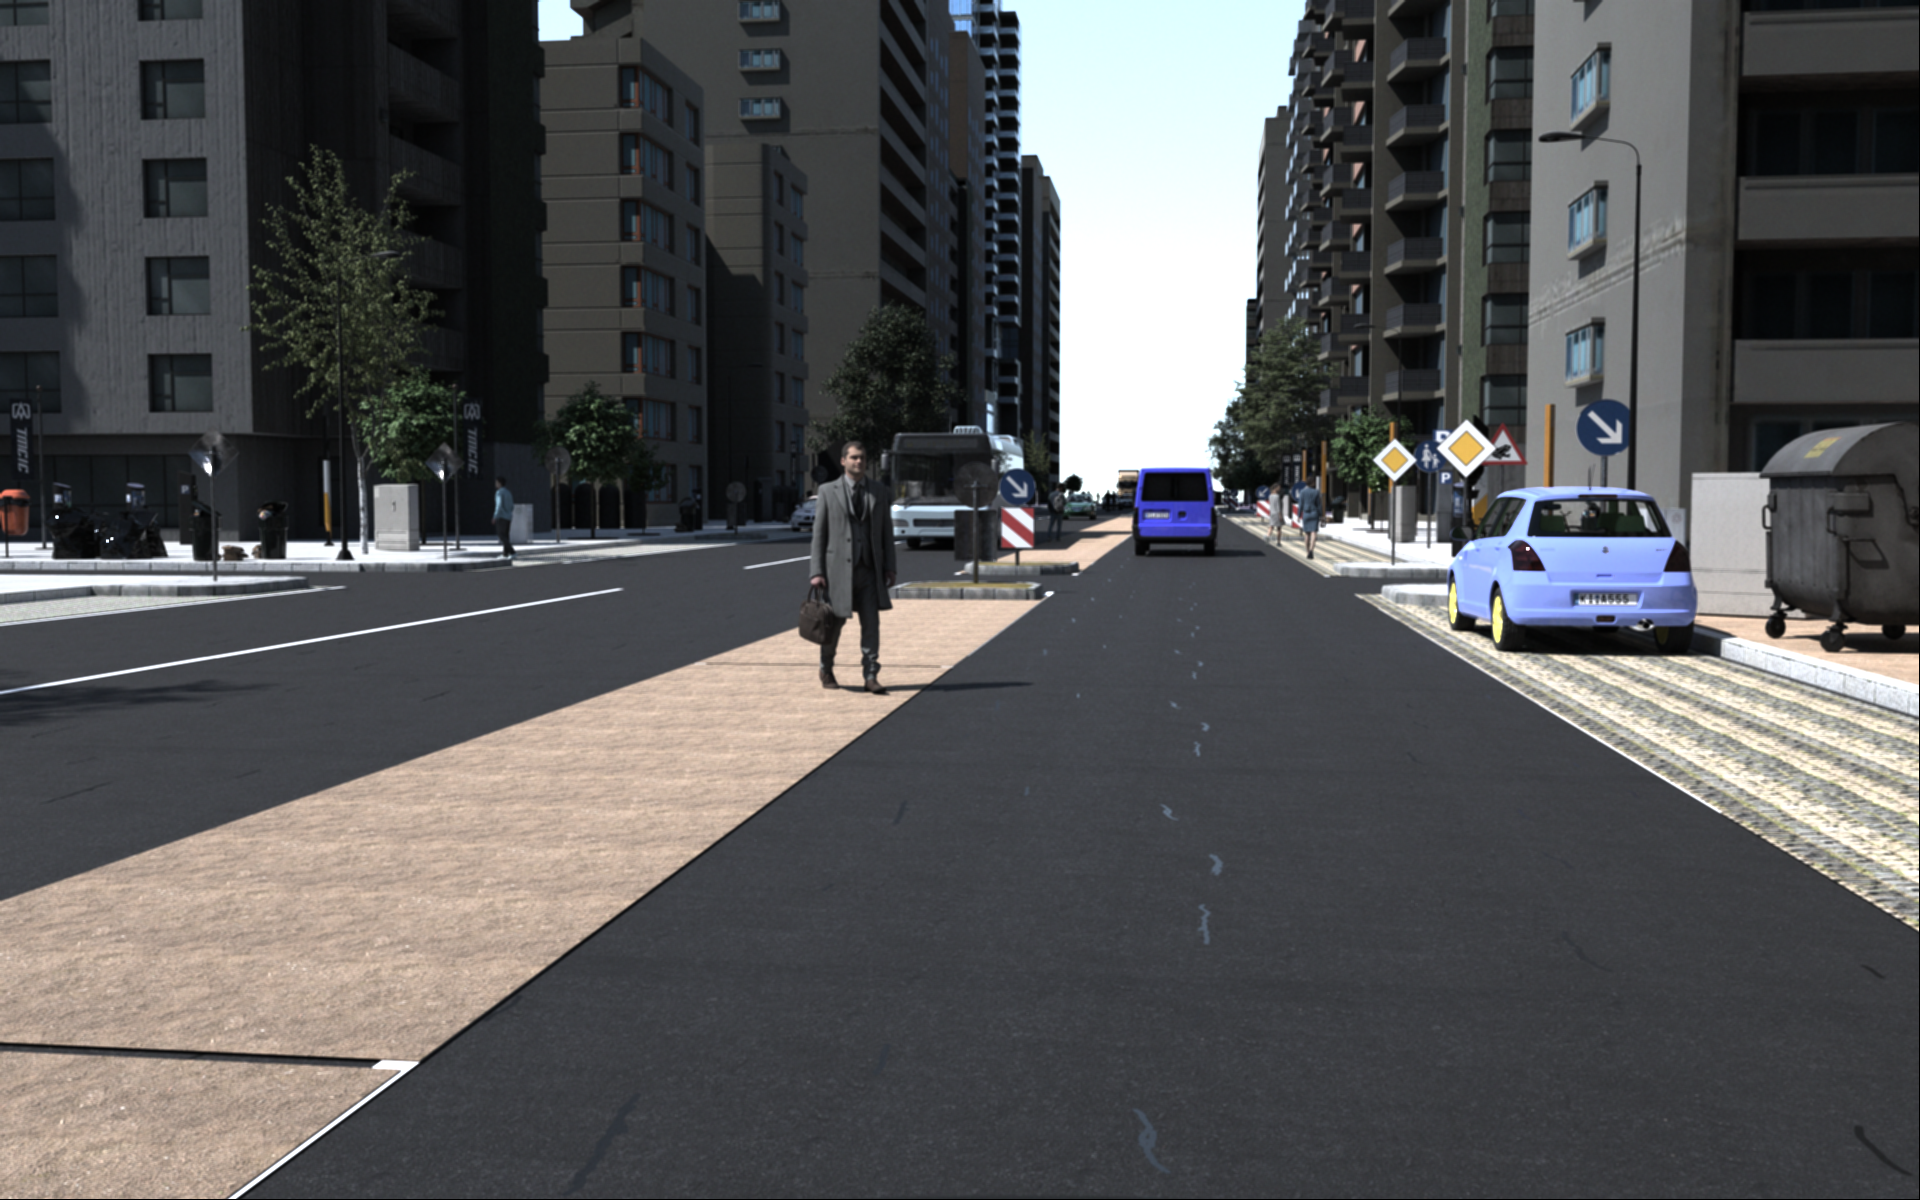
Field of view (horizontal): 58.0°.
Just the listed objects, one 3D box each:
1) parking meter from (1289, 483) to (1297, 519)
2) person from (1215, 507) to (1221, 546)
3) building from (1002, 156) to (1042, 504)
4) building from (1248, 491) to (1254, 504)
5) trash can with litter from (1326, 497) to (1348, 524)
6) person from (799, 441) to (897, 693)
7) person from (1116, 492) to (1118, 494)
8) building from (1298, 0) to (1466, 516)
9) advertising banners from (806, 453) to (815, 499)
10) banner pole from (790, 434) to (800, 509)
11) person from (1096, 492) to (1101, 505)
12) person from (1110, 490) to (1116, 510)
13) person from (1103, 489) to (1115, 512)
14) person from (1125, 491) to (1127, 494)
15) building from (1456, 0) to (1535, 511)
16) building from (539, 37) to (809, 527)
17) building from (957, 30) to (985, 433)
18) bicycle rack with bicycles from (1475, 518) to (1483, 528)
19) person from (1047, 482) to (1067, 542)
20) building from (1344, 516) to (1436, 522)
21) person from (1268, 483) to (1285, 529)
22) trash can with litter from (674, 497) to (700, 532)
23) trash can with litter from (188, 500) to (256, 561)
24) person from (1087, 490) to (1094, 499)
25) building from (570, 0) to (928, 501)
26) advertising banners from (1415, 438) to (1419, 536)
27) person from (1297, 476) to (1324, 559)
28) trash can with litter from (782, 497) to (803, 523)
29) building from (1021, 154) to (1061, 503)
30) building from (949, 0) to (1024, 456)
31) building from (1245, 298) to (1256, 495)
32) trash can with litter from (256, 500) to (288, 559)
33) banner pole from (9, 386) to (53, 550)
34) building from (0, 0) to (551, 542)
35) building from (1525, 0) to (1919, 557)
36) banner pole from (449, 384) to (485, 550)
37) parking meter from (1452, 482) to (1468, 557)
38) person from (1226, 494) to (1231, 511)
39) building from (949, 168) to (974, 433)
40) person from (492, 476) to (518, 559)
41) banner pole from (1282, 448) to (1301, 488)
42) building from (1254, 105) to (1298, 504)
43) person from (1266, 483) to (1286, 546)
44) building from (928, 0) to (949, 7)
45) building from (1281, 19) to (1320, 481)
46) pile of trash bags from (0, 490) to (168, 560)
[{"bbox_3d":[19.381,-5.809,100.694,0.399,1.863,0.255,3,5,40],"label":"parking meter"},{"bbox_3d":[6.951,-2.128,47.569,0.425,1.301,0.394,0,4,7],"label":"person"},{"bbox_3d":[3.537,-35.614,232.392,14.600,45.320,14.200,0,4,7],"label":"building"},{"bbox_3d":[55.582,-33.143,233.761,32.217,40.220,23.993,0,4,7],"label":"building"},{"bbox_3d":[16.354,-3.915,75.404,1.055,1.170,0.624,-3,4,-38],"label":"trash can with litter"},{"bbox_3d":[-0.784,-0.239,12.510,0.694,1.812,0.767,-1,4,-21],"label":"person"},{"bbox_3d":[20.971,-13.519,230.050,0.721,1.766,1.217,0,4,0],"label":"person"},{"bbox_3d":[37.360,-29.134,130.971,22.147,44.769,28.867,0,4,7],"label":"building"},{"bbox_3d":[-6.439,-4.800,74.669,0.090,3.025,2.074,-1,4,-14],"label":"advertising banners"},{"bbox_3d":[-6.843,-5.023,72.149,0.401,3.779,0.863,2,4,25],"label":"banner pole"},{"bbox_3d":[18.235,-13.375,227.703,0.721,1.766,1.217,2,4,33],"label":"person"},{"bbox_3d":[13.533,-8.857,153.754,0.568,1.767,0.683,2,4,25],"label":"person"},{"bbox_3d":[12.144,-8.148,141.735,1.348,1.821,0.705,-3,4,-36],"label":"person"},{"bbox_3d":[17.526,-10.591,182.215,0.434,1.755,0.990,-1,4,-10],"label":"person"},{"bbox_3d":[24.311,-17.601,59.473,14.160,30.474,14.107,0,4,7],"label":"building"},{"bbox_3d":[-23.857,-14.490,81.950,27.650,21.520,28.899,0,4,7],"label":"building"},{"bbox_3d":[-5.247,-31.580,166.447,14.600,45.320,14.200,0,4,7],"label":"building"},{"bbox_3d":[12.193,-1.450,37.091,2.925,0.926,2.852,-1,4,-10],"label":"bicycle rack with bicycles"},{"bbox_3d":[2.908,-2.634,51.912,0.623,1.781,0.721,1,4,14],"label":"person"},{"bbox_3d":[30.213,-26.554,88.775,22.147,44.769,28.867,0,4,7],"label":"building"},{"bbox_3d":[13.048,-3.877,71.244,0.474,1.900,0.648,-3,5,-42],"label":"person"},{"bbox_3d":[-9.215,-2.869,58.298,0.624,1.170,1.055,1,4,11],"label":"trash can with litter"},{"bbox_3d":[-14.215,-1.335,33.221,1.055,1.170,0.624,0,4,-3],"label":"trash can with litter"},{"bbox_3d":[12.358,-9.671,166.759,1.348,1.807,0.705,-1,4,-19],"label":"person"},{"bbox_3d":[-14.306,-30.346,119.866,21.300,48.544,21.600,0,4,7],"label":"building"},{"bbox_3d":[14.237,-3.535,53.988,0.090,3.025,2.074,1,4,18],"label":"advertising banners"},{"bbox_3d":[7.662,-1.801,37.972,0.581,1.822,0.654,2,4,25],"label":"person"},{"bbox_3d":[-7.416,-3.988,76.583,1.055,1.170,0.624,0,4,-6],"label":"trash can with litter"},{"bbox_3d":[3.149,-38.377,251.165,21.300,48.544,21.600,0,4,7],"label":"building"},{"bbox_3d":[-2.894,-54.835,209.224,22.319,86.520,31.000,0,4,7],"label":"building"},{"bbox_3d":[48.845,-29.505,254.113,14.160,30.474,14.107,0,4,7],"label":"building"},{"bbox_3d":[-13.713,-1.396,34.218,1.055,1.170,0.624,3,5,45],"label":"trash can with litter"},{"bbox_3d":[-21.421,-3.053,39.927,0.863,3.779,0.401,-3,4,-39],"label":"banner pole"},{"bbox_3d":[-21.650,-17.125,51.691,14.160,30.474,14.107,0,4,7],"label":"building"},{"bbox_3d":[25.314,-25.482,40.340,21.600,48.544,21.300,0,4,7],"label":"building"},{"bbox_3d":[-11.314,-3.039,39.698,0.863,3.779,0.401,-3,4,-36],"label":"banner pole"},{"bbox_3d":[10.212,-1.642,35.252,0.372,1.533,0.369,0,3,0],"label":"parking meter"},{"bbox_3d":[21.761,-7.820,139.586,0.991,1.433,0.599,-3,5,-42],"label":"person"},{"bbox_3d":[-6.612,-23.300,152.660,14.160,30.474,14.107,0,4,7],"label":"building"},{"bbox_3d":[-9.916,-1.792,37.816,0.620,1.820,0.660,0,4,8],"label":"person"},{"bbox_3d":[17.935,-6.377,94.283,0.863,3.779,0.401,0,4,-6],"label":"banner pole"},{"bbox_3d":[47.393,-35.959,211.625,21.300,48.544,21.600,0,4,7],"label":"building"},{"bbox_3d":[8.563,-2.310,47.022,0.466,1.731,0.760,2,4,33],"label":"person"},{"bbox_3d":[-8.651,-29.794,137.246,14.600,45.320,14.200,0,4,7],"label":"building"},{"bbox_3d":[41.824,-33.059,160.116,23.786,49.044,30.456,0,4,7],"label":"building"},{"bbox_3d":[-17.722,-1.531,34.784,3.447,1.369,1.912,1,4,9],"label":"pile of trash bags"}]
